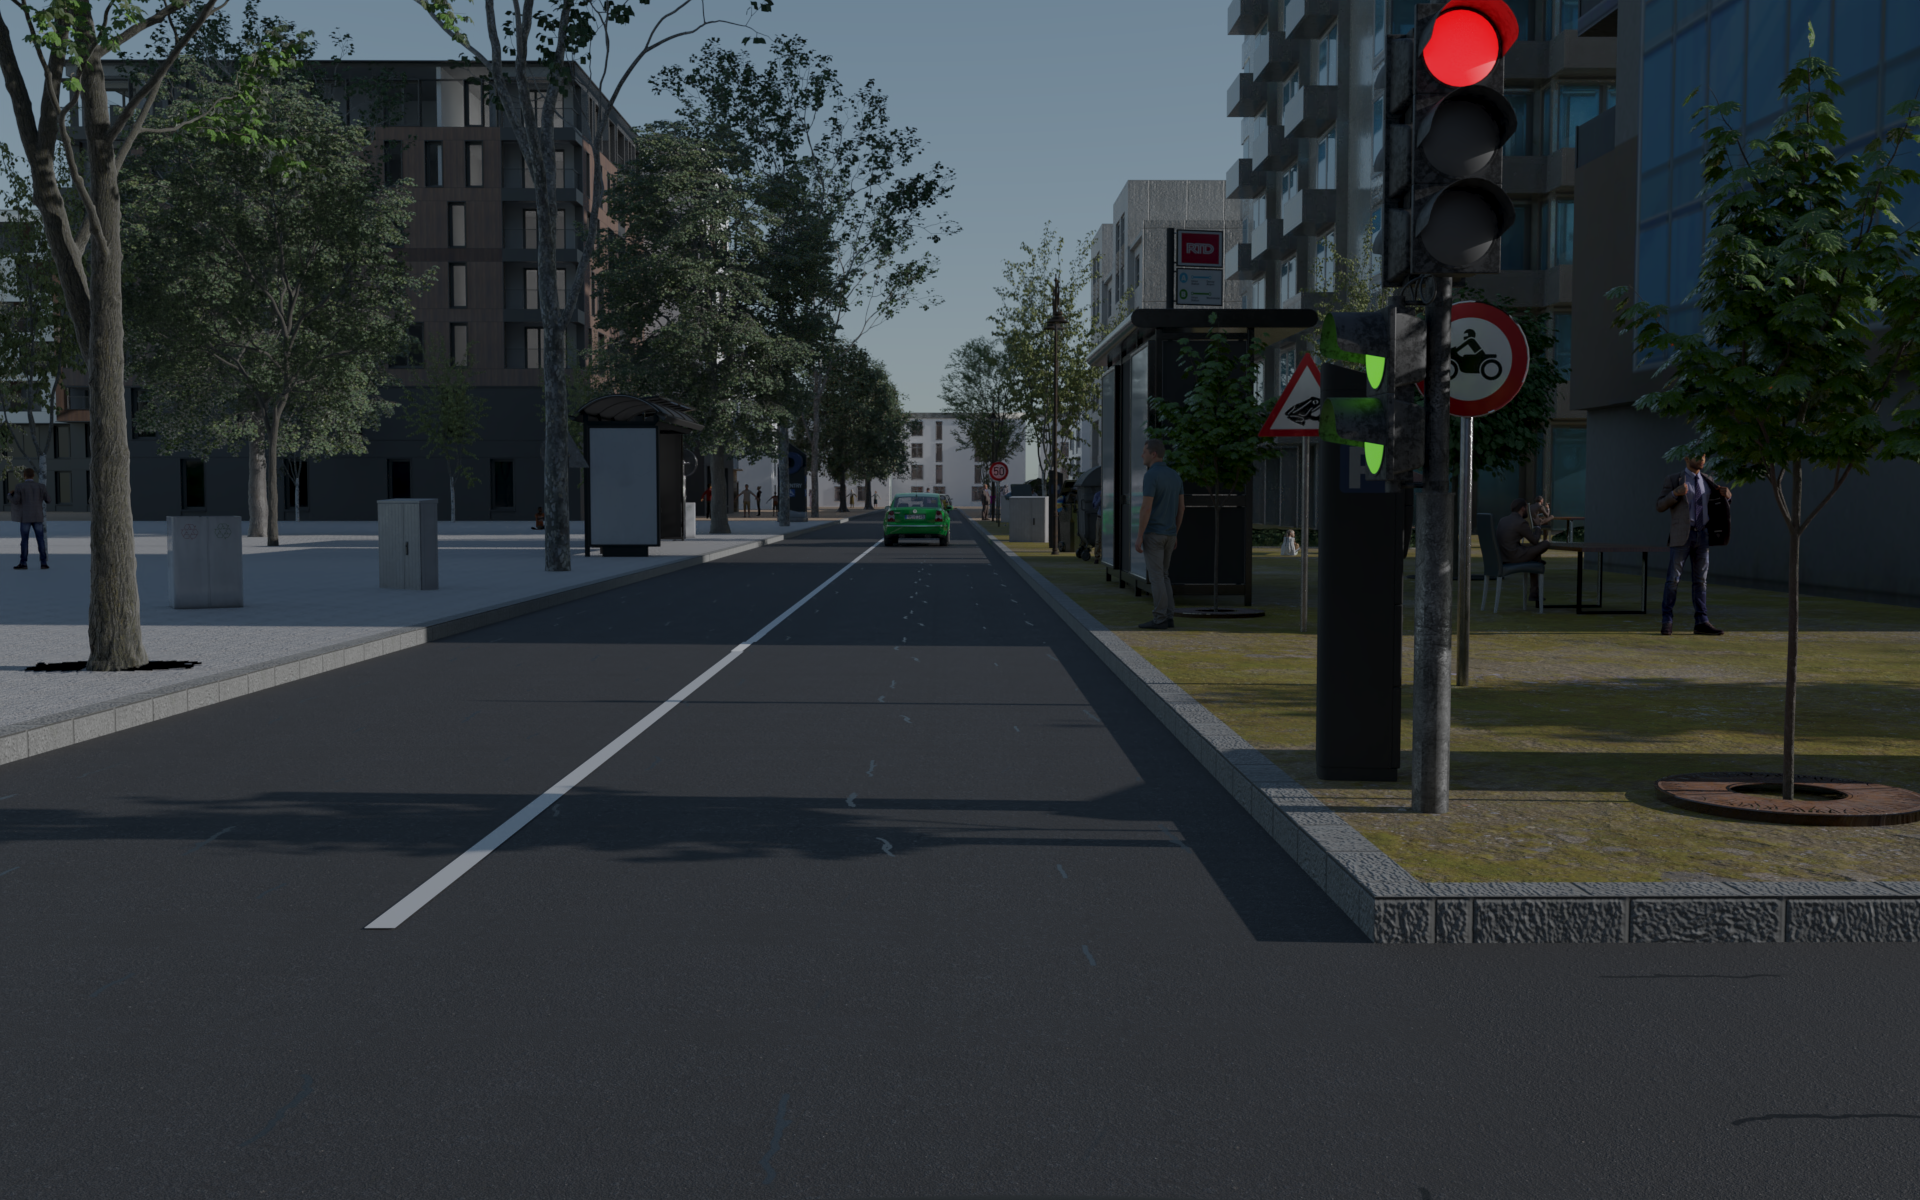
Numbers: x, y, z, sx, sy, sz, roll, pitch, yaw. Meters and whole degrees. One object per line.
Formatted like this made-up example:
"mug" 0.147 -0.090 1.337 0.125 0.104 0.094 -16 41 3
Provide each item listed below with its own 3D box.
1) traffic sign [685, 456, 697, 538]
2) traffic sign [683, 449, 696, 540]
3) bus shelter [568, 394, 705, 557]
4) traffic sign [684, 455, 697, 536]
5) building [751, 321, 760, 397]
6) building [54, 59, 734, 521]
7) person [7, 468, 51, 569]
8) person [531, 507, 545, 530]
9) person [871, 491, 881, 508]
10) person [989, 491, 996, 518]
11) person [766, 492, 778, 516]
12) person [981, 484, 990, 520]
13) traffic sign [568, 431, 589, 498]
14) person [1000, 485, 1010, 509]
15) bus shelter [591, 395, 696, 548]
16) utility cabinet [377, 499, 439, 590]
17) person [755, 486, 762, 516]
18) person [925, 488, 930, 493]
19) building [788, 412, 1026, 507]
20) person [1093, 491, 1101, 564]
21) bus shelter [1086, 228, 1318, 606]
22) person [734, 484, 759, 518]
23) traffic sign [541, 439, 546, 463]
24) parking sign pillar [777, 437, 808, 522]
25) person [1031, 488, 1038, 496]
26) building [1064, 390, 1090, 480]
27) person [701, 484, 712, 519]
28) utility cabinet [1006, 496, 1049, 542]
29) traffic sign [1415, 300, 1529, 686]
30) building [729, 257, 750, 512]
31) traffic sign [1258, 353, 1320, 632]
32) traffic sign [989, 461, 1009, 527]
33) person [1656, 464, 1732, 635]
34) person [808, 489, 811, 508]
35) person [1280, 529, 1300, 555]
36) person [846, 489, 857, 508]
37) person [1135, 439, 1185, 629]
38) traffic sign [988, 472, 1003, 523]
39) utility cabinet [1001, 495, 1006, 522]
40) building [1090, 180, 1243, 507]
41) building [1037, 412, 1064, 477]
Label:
"traffic sign" -7.954 -3.049 49.950 0.768 2.556 0.104 0 4 2
"traffic sign" -7.813 -2.977 48.784 0.768 2.556 0.104 0 4 1
"bus shelter" -6.934 -2.681 37.757 2.014 3.302 5.546 0 4 -1
"traffic sign" -7.860 -3.005 49.244 0.768 2.556 0.104 0 4 1
"building" -26.964 -19.910 181.945 11.380 20.091 16.016 0 4 -1
"building" -28.796 -15.549 98.195 27.936 21.610 32.646 0 4 -1
"person" -15.868 -1.387 29.543 0.655 1.722 0.431 -3 5 -39
"person" -14.994 -2.929 62.212 0.859 0.850 0.655 -3 5 -44
"person" -7.893 -9.284 161.083 1.217 1.735 0.721 2 4 28
"person" 1.742 -5.173 93.850 0.991 1.433 0.599 0 4 4
"person" -10.666 -5.549 100.023 1.065 1.426 0.557 0 4 -8
"person" 1.290 -4.784 84.818 0.434 1.755 0.990 2 4 27
"traffic sign" -7.880 -2.124 34.726 0.884 2.594 0.081 0 4 1
"person" 2.204 -4.750 84.382 0.551 1.740 0.621 0 4 1
"bus shelter" -8.035 -3.244 44.319 1.731 3.624 6.357 0 4 0
"utility cabinet" -7.484 -0.752 23.462 1.020 1.237 0.306 3 5 40
"person" -11.871 -5.803 101.445 0.721 1.766 1.217 -1 4 -15
"person" -1.811 -5.026 91.131 0.683 1.767 0.568 -1 4 -19
"building" -7.128 -14.482 178.933 28.070 9.664 9.099 0 4 -1
"person" 2.693 -1.455 31.896 0.516 1.574 0.319 0 4 -1
"bus shelter" 2.957 -2.829 23.890 2.179 5.291 8.768 0 4 -1
"person" -11.547 -5.365 93.759 1.348 1.824 0.705 0 4 3
"traffic sign" -8.475 -2.228 36.536 0.768 2.556 0.104 0 4 5
"parking sign pillar" -7.730 -5.587 79.826 1.447 3.967 1.447 1 4 10
"person" 3.117 -4.006 73.747 0.614 1.554 0.590 2 4 29
"building" 13.982 -11.872 136.251 9.099 9.664 28.070 0 4 -1
"person" -12.960 -5.124 89.786 1.348 1.831 0.705 2 4 34
"utility cabinet" 1.830 -2.141 46.163 1.020 1.237 0.306 1 4 21
"traffic sign" 3.362 -0.698 11.514 0.768 2.556 0.104 0 4 6
"building" -23.504 -16.138 120.270 16.016 20.091 11.380 0 4 -1
"traffic sign" 3.200 -0.982 16.055 0.884 2.594 0.081 0 4 4
"traffic sign" 1.522 -4.136 67.723 0.768 2.556 0.104 0 4 4
"person" 6.655 -0.540 15.699 0.655 1.722 0.431 0 4 -6
"person" -13.710 -9.325 159.180 0.551 1.740 0.621 2 4 30
"person" 6.887 -1.201 36.152 0.381 0.543 0.357 1 4 21
"person" -9.911 -9.261 158.197 1.217 1.736 0.721 2 4 29
"person" 1.879 -0.634 16.538 0.598 1.807 0.434 -3 4 -37
"traffic sign" 1.646 -4.719 77.266 0.768 2.556 0.104 0 4 4
"utility cabinet" 2.227 -4.130 78.685 0.306 1.237 1.020 -2 4 -28
"building" 17.713 -14.668 106.284 16.747 18.905 31.486 0 4 -1
"building" 21.930 -14.498 179.192 28.070 9.664 9.099 0 4 -1
